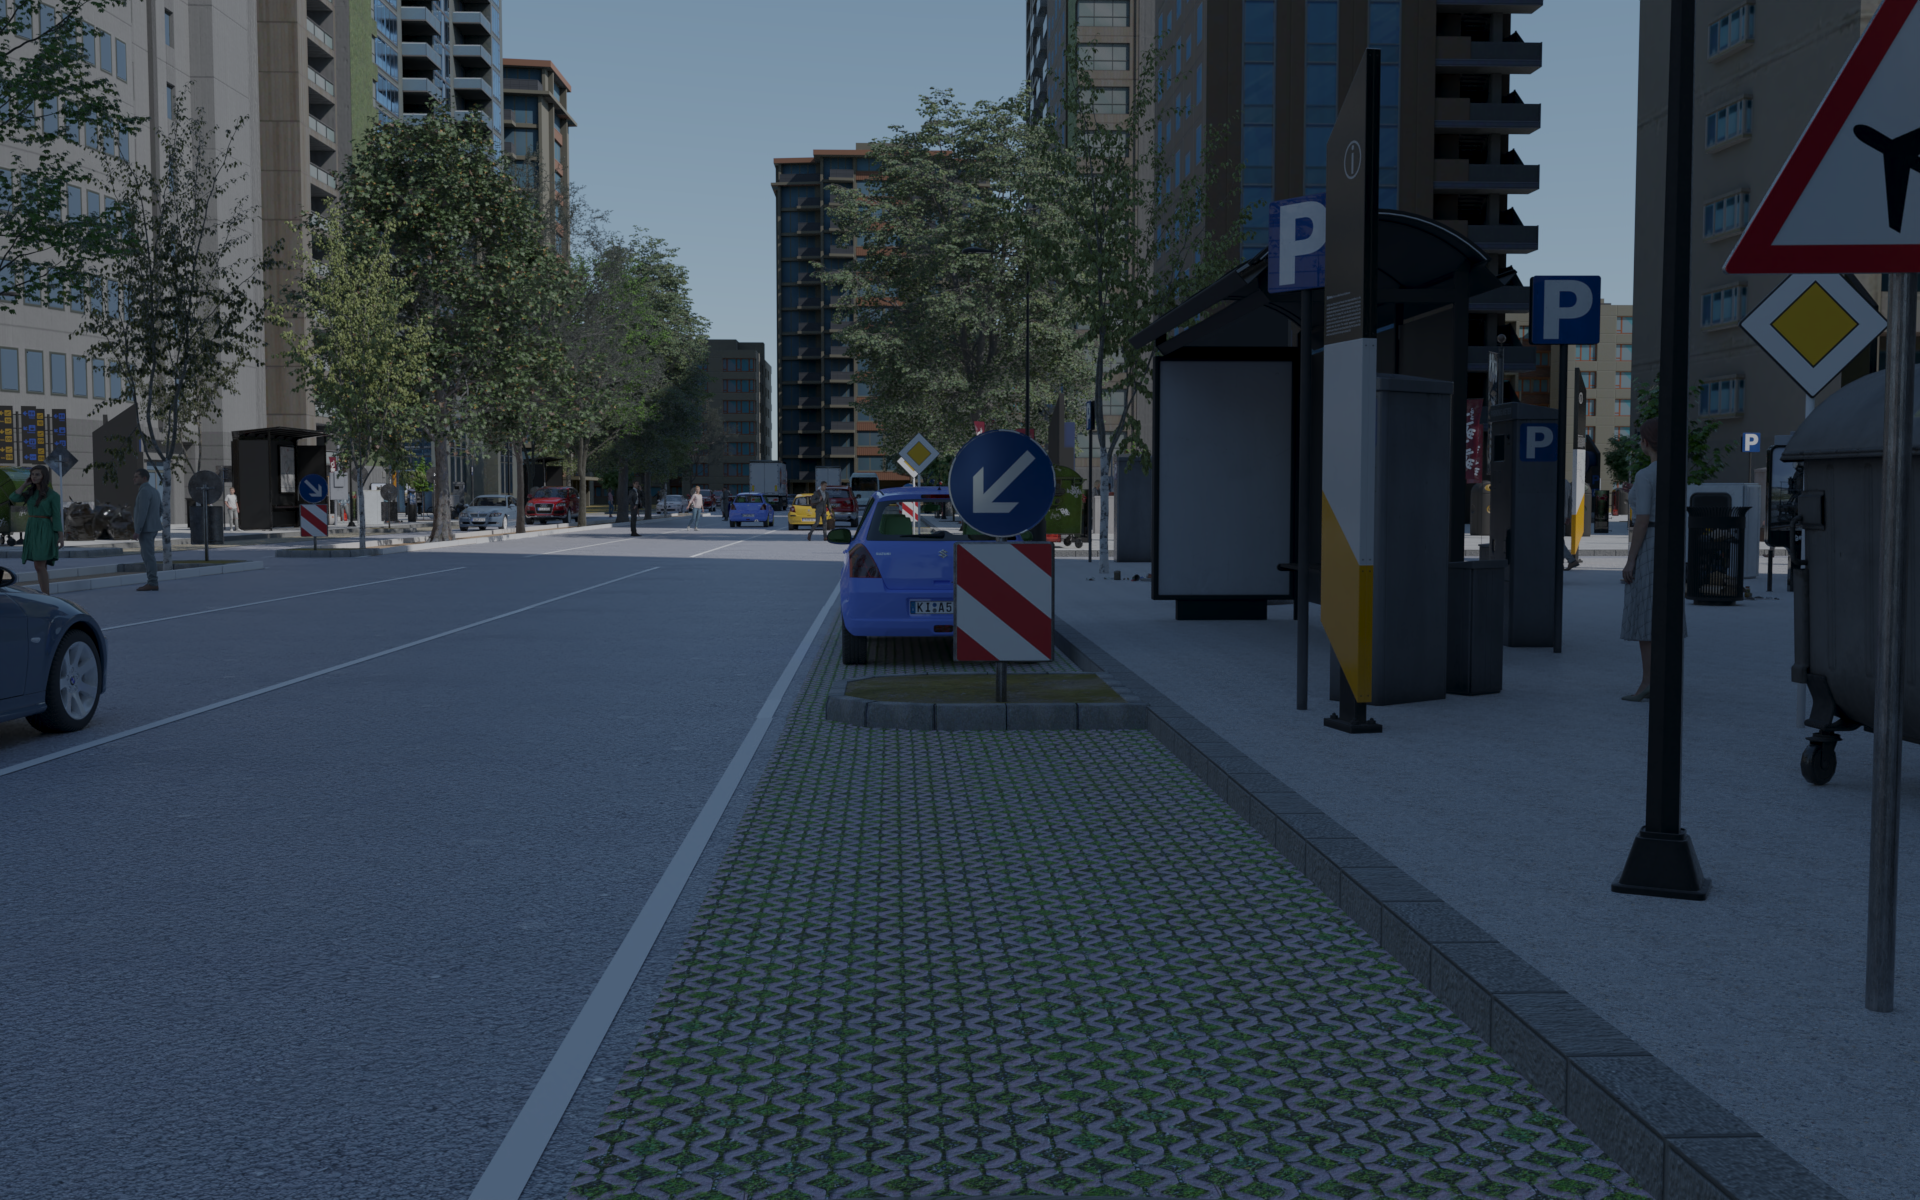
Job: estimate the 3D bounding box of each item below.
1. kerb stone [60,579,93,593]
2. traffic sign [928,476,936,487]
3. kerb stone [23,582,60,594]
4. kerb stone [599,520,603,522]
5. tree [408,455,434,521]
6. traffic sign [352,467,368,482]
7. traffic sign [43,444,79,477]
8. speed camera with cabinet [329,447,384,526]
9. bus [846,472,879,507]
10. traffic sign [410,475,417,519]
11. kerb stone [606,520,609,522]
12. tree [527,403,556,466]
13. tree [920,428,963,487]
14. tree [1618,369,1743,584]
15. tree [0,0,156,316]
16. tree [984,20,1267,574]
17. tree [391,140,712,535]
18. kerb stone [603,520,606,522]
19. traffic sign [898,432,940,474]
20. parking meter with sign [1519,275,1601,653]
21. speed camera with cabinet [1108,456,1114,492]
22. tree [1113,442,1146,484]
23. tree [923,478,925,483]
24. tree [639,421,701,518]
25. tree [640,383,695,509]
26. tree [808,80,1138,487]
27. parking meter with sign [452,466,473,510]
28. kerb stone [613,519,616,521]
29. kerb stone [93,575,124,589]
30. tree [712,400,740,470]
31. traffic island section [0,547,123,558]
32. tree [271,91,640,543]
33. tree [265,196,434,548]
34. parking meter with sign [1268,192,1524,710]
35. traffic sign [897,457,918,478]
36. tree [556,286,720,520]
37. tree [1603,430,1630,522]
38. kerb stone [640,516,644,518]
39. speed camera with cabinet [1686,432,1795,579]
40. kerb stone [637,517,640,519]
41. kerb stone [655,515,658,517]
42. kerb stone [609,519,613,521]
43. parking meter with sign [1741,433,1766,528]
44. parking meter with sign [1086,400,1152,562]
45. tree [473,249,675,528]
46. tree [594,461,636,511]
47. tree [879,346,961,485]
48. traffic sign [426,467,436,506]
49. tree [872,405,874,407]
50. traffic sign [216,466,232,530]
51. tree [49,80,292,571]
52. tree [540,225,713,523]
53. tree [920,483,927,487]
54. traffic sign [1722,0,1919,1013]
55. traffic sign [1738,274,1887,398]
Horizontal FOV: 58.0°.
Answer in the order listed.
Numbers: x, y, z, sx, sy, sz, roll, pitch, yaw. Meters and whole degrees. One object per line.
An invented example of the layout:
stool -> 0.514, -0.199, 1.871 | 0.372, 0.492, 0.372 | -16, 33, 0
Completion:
kerb stone -> -13.081, -0.200, 25.469 | 0.120, 0.150, 1.000 | 0, 4, -2
traffic sign -> -1.312, -5.592, 91.538 | 0.768, 2.556, 0.104 | 0, 4, 4
kerb stone -> -13.042, -0.138, 24.448 | 0.120, 0.150, 1.000 | 0, 4, -2
kerb stone -> -17.456, -3.732, 83.293 | 0.120, 0.150, 1.000 | 0, 4, -2
tree -> -25.779, -5.397, 82.840 | 1.663, 3.219, 1.824 | 0, 3, 0
traffic sign -> -26.983, -4.755, 77.854 | 0.768, 2.556, 0.104 | 0, 4, 0
traffic sign -> -20.747, -2.312, 39.987 | 0.795, 2.593, 0.064 | 0, 4, -2
speed camera with cabinet -> -24.613, -4.664, 70.599 | 2.038, 3.252, 0.660 | -2, 4, -26
bus -> -8.773, -9.915, 156.976 | 2.948, 3.499, 13.247 | 0, 4, -4
traffic sign -> -27.596, -5.248, 87.933 | 0.606, 2.300, 0.079 | 0, 4, -2
kerb stone -> -17.542, -3.862, 85.345 | 0.120, 0.150, 1.000 | 0, 4, -2
tree -> -26.838, -12.305, 119.317 | 7.486, 12.596, 7.792 | 0, 3, 0
tree -> -0.226, -5.931, 80.683 | 4.285, 4.588, 4.351 | 0, 3, 0
tree -> 9.880, -1.834, 24.581 | 1.663, 3.219, 1.824 | 0, 3, 0
tree -> -13.871, -5.706, 21.509 | 9.928, 11.665, 9.643 | 0, 3, 0
tree -> 2.563, -4.731, 27.708 | 4.737, 8.622, 4.395 | 0, 3, 0
tree -> -15.339, -9.006, 60.071 | 12.009, 13.543, 11.850 | 0, 3, 0
kerb stone -> -17.495, -3.800, 84.324 | 0.120, 0.150, 1.000 | 0, 4, -2
traffic sign -> -0.754, -1.870, 32.757 | 0.795, 2.593, 0.064 | 0, 4, -2
parking meter with sign -> 4.831, -1.130, 14.732 | 0.543, 3.016, 1.738 | 0, 4, 0
speed camera with cabinet -> 7.894, -5.876, 90.411 | 0.660, 3.252, 2.038 | 1, 4, 18
tree -> 6.249, -4.084, 61.369 | 1.663, 3.219, 1.824 | 0, 3, 0
tree -> -3.583, -15.513, 179.394 | 9.928, 11.665, 9.643 | 0, 3, 0
tree -> -16.980, -8.981, 99.655 | 4.360, 8.622, 3.978 | 0, 3, 0
tree -> -28.065, -14.407, 152.561 | 9.611, 12.733, 9.660 | 0, 3, 0
tree -> 0.542, -8.940, 52.832 | 9.857, 13.997, 8.962 | 0, 3, 0
parking meter with sign -> -31.651, -6.913, 109.291 | 1.738, 3.016, 0.543 | 0, 4, -7
kerb stone -> -17.612, -3.987, 87.388 | 0.120, 0.150, 1.000 | 0, 4, -2
kerb stone -> -13.118, -0.263, 26.491 | 0.120, 0.150, 1.000 | 0, 4, -2
tree -> -28.536, -16.737, 184.013 | 12.009, 13.543, 11.850 | 0, 3, 0
traffic island section -> -20.770, -1.087, 40.053 | 2.009, 0.180, 2.903 | 0, 4, -2
tree -> -14.791, -7.936, 49.219 | 9.611, 12.733, 9.660 | 0, 3, 0
tree -> -14.633, -5.460, 42.083 | 4.737, 8.622, 4.395 | 0, 3, 0
parking meter with sign -> 2.697, -0.884, 10.714 | 1.738, 3.016, 0.543 | -3, 4, -37
traffic sign -> -1.067, -2.358, 40.736 | 0.795, 2.593, 0.064 | 0, 4, -2
tree -> -16.743, -10.503, 92.314 | 7.486, 12.596, 7.792 | 0, 3, 0
tree -> 31.309, -5.890, 80.015 | 4.285, 4.588, 4.351 | 0, 3, 0
kerb stone -> -18.010, -4.613, 97.614 | 0.120, 0.150, 1.000 | 0, 4, -2
speed camera with cabinet -> 11.987, -1.940, 26.055 | 0.660, 3.252, 2.038 | -3, 5, -42
kerb stone -> -17.935, -4.481, 95.571 | 0.120, 0.150, 1.000 | 0, 4, -2
kerb stone -> -18.223, -4.922, 102.745 | 0.120, 0.150, 1.000 | 0, 4, -2
kerb stone -> -17.579, -3.925, 86.366 | 0.120, 0.150, 1.000 | 0, 4, -2
parking meter with sign -> 22.591, -3.194, 48.485 | 0.543, 3.016, 1.738 | -1, 4, -9
parking meter with sign -> 3.271, -2.221, 32.569 | 1.738, 3.016, 0.543 | 0, 4, -4
tree -> -15.705, -8.795, 72.010 | 9.928, 11.665, 9.643 | 0, 3, 0
tree -> -26.871, -9.220, 134.464 | 4.285, 4.588, 4.351 | 0, 3, 0
tree -> -1.544, -13.164, 132.245 | 9.611, 12.733, 9.660 | 0, 3, 0
traffic sign -> -24.600, -4.951, 81.062 | 0.768, 2.556, 0.104 | 0, 4, -2
tree -> -3.614, -20.662, 193.718 | 12.611, 20.169, 13.585 | 0, 3, 0
traffic sign -> -26.380, -3.667, 62.082 | 0.606, 2.300, 0.079 | 0, 4, 6
tree -> -14.166, -4.775, 30.892 | 4.360, 8.622, 3.978 | 0, 3, 0
tree -> -16.213, -10.622, 82.790 | 9.857, 13.997, 8.962 | 0, 3, 0
tree -> -2.901, -10.110, 159.897 | 1.663, 3.219, 1.824 | 0, 3, 0
traffic sign -> 2.288, -0.259, 4.237 | 0.884, 2.594, 0.081 | 0, 4, 2
traffic sign -> 4.634, -0.592, 9.408 | 0.795, 2.593, 0.064 | 0, 4, 4
